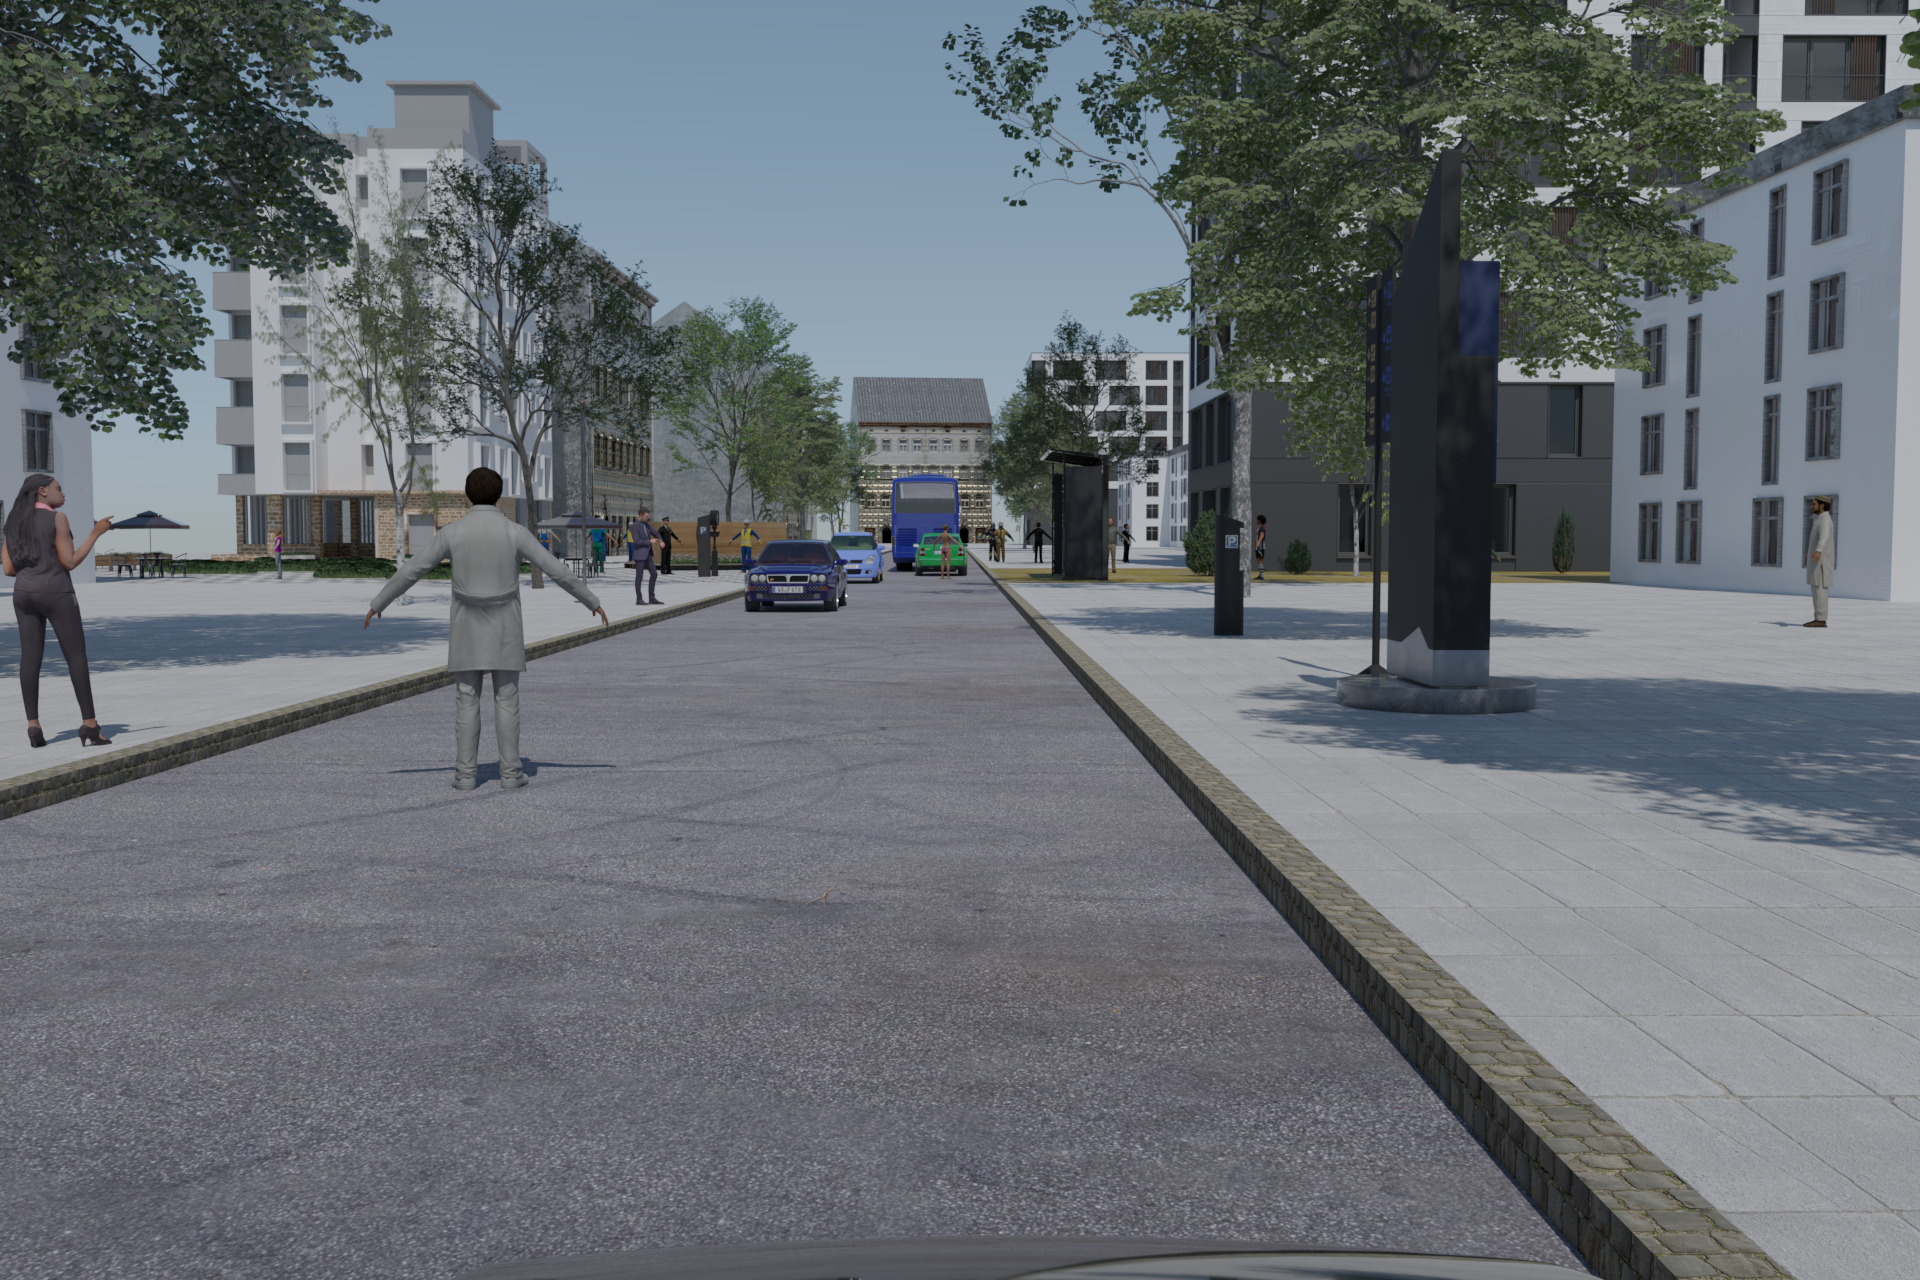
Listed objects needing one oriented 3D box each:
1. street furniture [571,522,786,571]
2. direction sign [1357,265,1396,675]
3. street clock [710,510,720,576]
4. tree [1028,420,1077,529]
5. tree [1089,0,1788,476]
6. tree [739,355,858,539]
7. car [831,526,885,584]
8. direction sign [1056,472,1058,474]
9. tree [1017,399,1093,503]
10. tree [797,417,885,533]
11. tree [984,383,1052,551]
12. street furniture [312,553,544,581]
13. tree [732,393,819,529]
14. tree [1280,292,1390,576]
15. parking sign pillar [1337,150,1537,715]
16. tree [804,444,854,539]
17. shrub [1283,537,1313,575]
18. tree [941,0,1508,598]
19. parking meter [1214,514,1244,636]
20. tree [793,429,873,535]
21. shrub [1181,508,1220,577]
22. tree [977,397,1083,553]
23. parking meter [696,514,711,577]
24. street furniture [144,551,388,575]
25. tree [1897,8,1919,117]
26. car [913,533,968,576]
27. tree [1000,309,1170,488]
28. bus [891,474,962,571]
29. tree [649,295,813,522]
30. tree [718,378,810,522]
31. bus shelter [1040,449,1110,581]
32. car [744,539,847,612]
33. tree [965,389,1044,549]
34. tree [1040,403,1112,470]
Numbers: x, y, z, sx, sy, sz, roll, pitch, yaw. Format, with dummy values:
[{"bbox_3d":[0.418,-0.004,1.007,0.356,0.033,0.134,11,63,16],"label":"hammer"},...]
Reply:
[{"bbox_3d":[-7.988,-3.484,63.814,11.010,1.723,9.812,-2,4,-26],"label":"street furniture"},{"bbox_3d":[3.652,-1.414,15.116,0.379,3.537,0.876,0,4,-1],"label":"direction sign"},{"bbox_3d":[-7.437,-2.930,52.482,0.358,2.002,0.471,0,4,1],"label":"street clock"},{"bbox_3d":[5.624,-9.520,106.007,4.360,8.622,3.978,0,3,0],"label":"tree"},{"bbox_3d":[5.372,-6.244,20.222,7.486,12.596,7.792,0,3,0],"label":"tree"},{"bbox_3d":[-10.323,-11.735,109.986,7.486,12.596,7.792,0,3,0],"label":"tree"},{"bbox_3d":[-3.167,-2.550,51.277,1.945,1.707,3.694,0,3,0],"label":"car"},{"bbox_3d":[3.552,-4.374,63.516,0.379,3.537,0.876,0,4,-1],"label":"direction sign"},{"bbox_3d":[5.456,-8.408,87.827,4.360,8.622,3.978,0,3,0],"label":"tree"},{"bbox_3d":[-10.454,-13.794,151.289,9.928,11.665,9.643,0,3,0],"label":"tree"},{"bbox_3d":[5.250,-12.966,130.125,7.486,12.596,7.792,0,3,0],"label":"tree"},{"bbox_3d":[-15.768,-2.231,52.095,5.734,0.657,10.072,0,4,0],"label":"street furniture"},{"bbox_3d":[-10.163,-8.501,89.358,4.360,8.622,3.978,0,3,0],"label":"tree"},{"bbox_3d":[11.857,-6.217,52.010,4.737,8.622,4.395,0,3,0],"label":"tree"},{"bbox_3d":[3.572,-1.494,12.901,1.447,3.967,1.447,0,4,-1],"label":"parking sign pillar"},{"bbox_3d":[-9.888,-11.146,132.606,4.737,8.622,4.395,0,3,0],"label":"tree"},{"bbox_3d":[10.722,-2.682,54.966,1.383,1.207,1.383,0,3,0],"label":"shrub"},{"bbox_3d":[5.845,-11.015,35.988,12.611,20.169,13.585,0,3,0],"label":"tree"},{"bbox_3d":[3.412,-0.828,21.955,0.372,1.533,0.369,0,3,0],"label":"parking meter"},{"bbox_3d":[-10.548,-12.633,140.965,7.601,10.594,8.767,1,4,22],"label":"tree"},{"bbox_3d":[7.553,-2.966,52.528,1.661,2.075,1.752,0,3,0],"label":"shrub"},{"bbox_3d":[5.025,-11.182,117.236,8.767,10.594,7.601,1,4,16],"label":"tree"},{"bbox_3d":[-7.666,-2.816,51.760,0.399,1.863,0.255,0,4,1],"label":"parking meter"},{"bbox_3d":[-23.565,-2.657,59.071,5.734,0.657,10.072,1,4,21],"label":"street furniture"},{"bbox_3d":[6.168,-5.360,5.770,7.486,12.596,7.792,0,3,0],"label":"tree"},{"bbox_3d":[-0.670,-3.169,60.617,1.959,1.807,4.718,0,4,-1],"label":"car"},{"bbox_3d":[5.171,-8.448,72.540,7.601,10.594,8.767,0,4,1],"label":"tree"},{"bbox_3d":[-1.329,-4.828,70.483,2.896,3.916,12.251,0,4,0],"label":"bus"},{"bbox_3d":[-9.932,-9.119,74.850,9.928,11.665,9.643,0,3,0],"label":"tree"},{"bbox_3d":[-9.487,-8.038,81.789,4.737,8.622,4.395,0,3,0],"label":"tree"},{"bbox_3d":[3.343,-3.637,50.745,1.731,3.624,6.357,0,4,0],"label":"bus shelter"},{"bbox_3d":[-3.115,-1.265,33.259,1.945,1.354,3.894,0,3,0],"label":"car"},{"bbox_3d":[5.470,-14.470,146.962,12.009,13.543,11.850,0,3,0],"label":"tree"},{"bbox_3d":[6.189,-8.742,93.299,4.737,8.622,4.395,0,3,0],"label":"tree"}]
